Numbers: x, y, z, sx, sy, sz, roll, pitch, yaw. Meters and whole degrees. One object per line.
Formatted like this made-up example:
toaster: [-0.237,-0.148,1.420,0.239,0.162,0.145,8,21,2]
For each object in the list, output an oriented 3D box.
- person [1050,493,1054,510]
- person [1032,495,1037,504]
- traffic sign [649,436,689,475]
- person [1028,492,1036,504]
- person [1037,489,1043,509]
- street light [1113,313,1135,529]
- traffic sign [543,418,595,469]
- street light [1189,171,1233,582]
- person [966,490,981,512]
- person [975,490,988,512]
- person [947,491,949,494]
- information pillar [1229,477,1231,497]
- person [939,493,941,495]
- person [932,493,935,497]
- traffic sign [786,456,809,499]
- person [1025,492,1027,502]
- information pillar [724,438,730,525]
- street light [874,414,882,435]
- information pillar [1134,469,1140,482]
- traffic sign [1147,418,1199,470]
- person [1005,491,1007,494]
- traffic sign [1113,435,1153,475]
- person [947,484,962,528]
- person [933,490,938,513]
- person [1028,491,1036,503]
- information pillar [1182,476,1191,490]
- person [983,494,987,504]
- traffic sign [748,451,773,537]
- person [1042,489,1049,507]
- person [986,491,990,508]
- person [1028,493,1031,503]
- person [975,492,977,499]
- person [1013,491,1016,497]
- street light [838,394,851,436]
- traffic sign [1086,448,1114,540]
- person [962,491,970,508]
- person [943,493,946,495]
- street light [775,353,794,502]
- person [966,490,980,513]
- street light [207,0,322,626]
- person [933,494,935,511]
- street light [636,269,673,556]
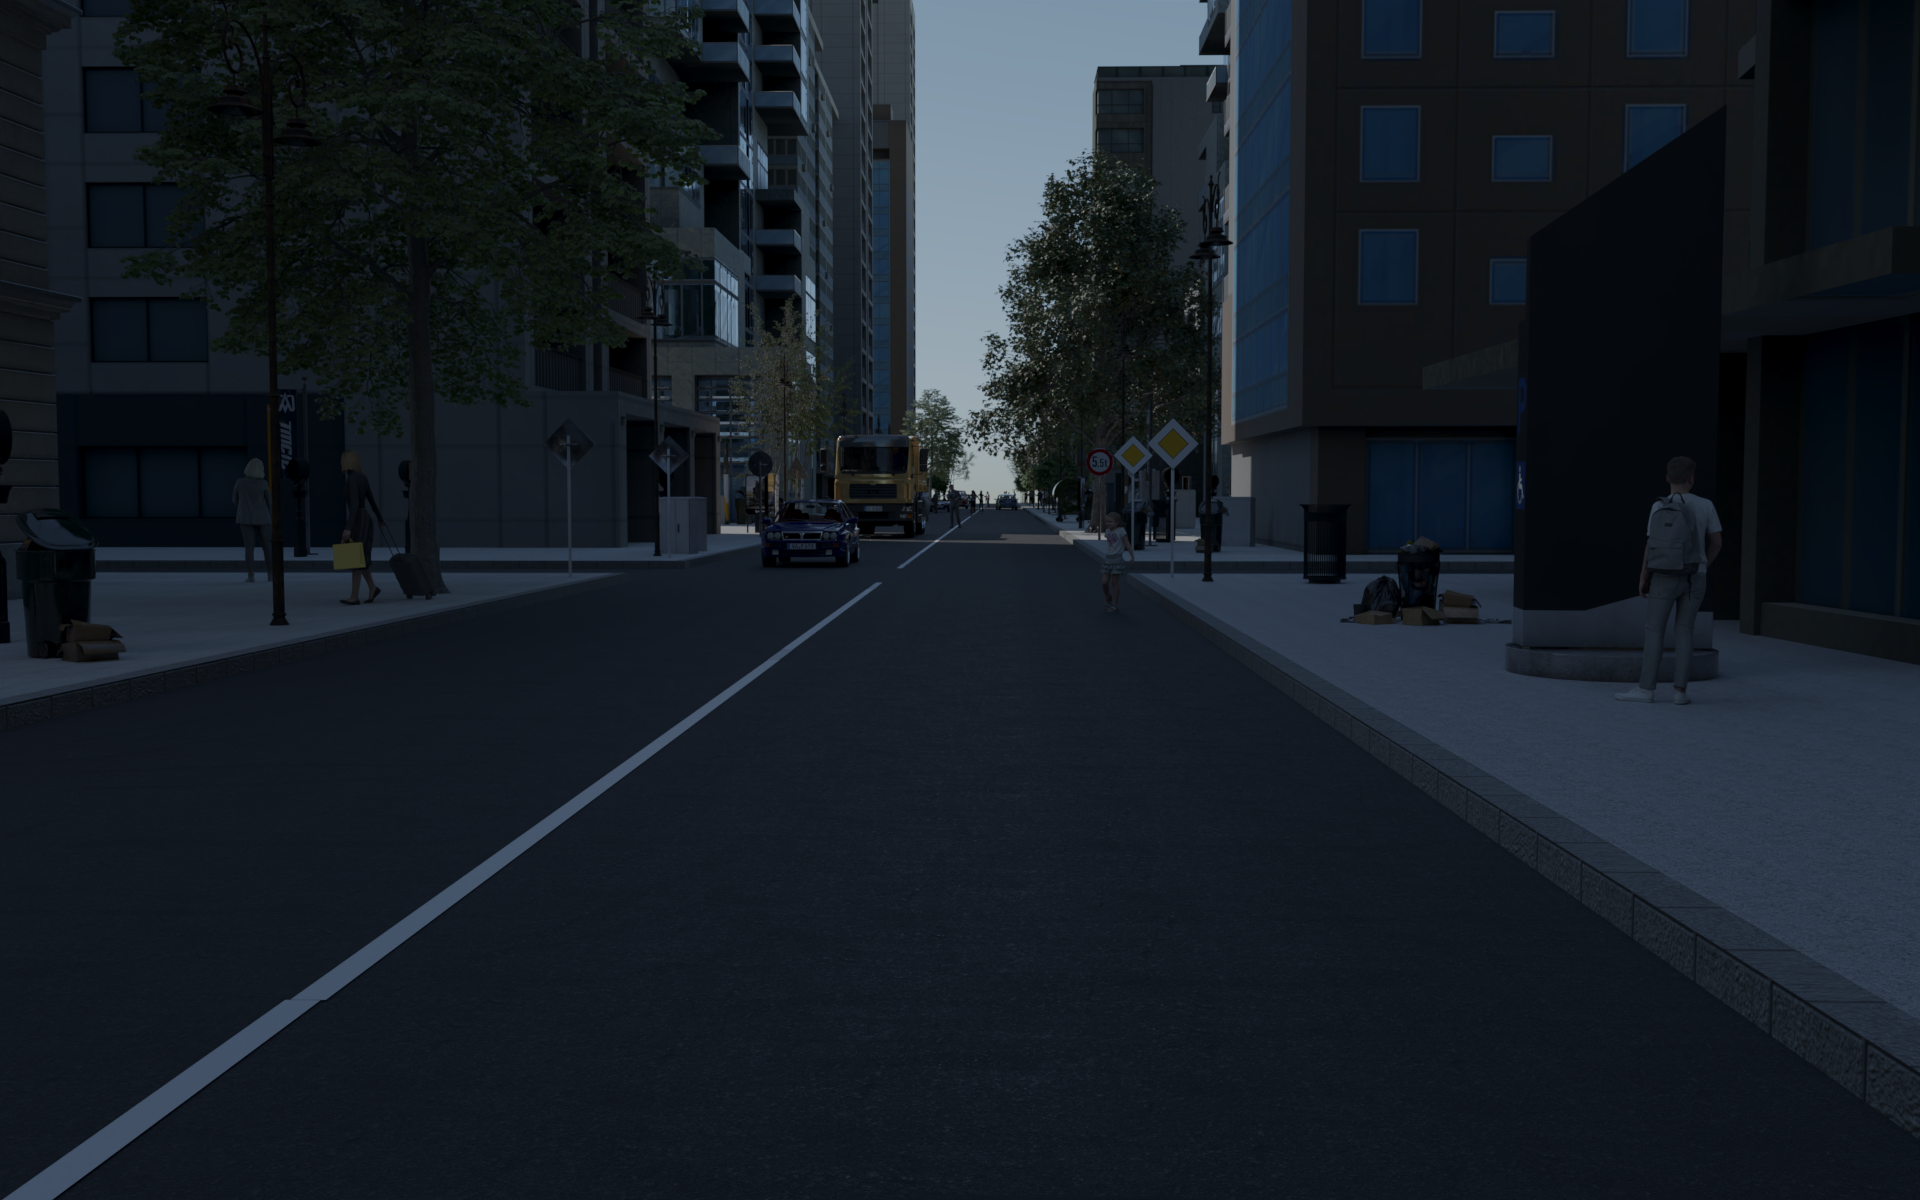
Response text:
person: [7.292,-7.985,136.610,0.705,1.822,1.348,0,4,7]
person: [9.929,-13.968,235.148,1.217,1.736,0.721,1,4,23]
traffic sign: [-5.837,-1.985,34.650,0.795,2.593,0.064,0,4,1]
person: [9.156,-13.146,221.772,1.217,1.735,0.721,2,4,33]
person: [6.706,-8.523,146.306,0.530,1.710,0.541,-3,5,-40]
street light: [4.191,-4.386,44.499,0.468,5.910,1.993,0,4,1]
traffic sign: [-6.027,-1.497,26.667,0.795,2.593,0.064,0,4,1]
street light: [3.636,-3.209,25.247,0.468,5.910,1.993,0,4,1]
person: [1.011,-7.712,135.273,1.217,1.739,0.721,1,4,16]
person: [1.761,-8.048,140.812,1.217,1.735,0.721,2,4,27]
person: [-1.810,-15.546,260.224,0.705,1.824,1.348,0,4,2]
information pillar: [11.481,-4.158,72.481,0.304,2.012,0.304,-2,4,-25]
person: [-2.675,-13.936,234.418,0.721,1.766,1.217,0,4,-3]
person: [-3.357,-14.395,241.403,0.705,1.824,1.348,3,5,44]
traffic sign: [-5.641,-3.655,59.763,0.884,2.594,0.081,0,4,7]
person: [10.105,-15.729,263.933,1.217,1.735,0.721,0,4,6]
information pillar: [-9.806,-4.971,72.626,0.183,3.616,0.504,-1,4,-21]
street light: [-4.695,-7.789,100.132,0.468,5.910,1.993,0,4,1]
information pillar: [9.430,-6.164,92.140,0.183,3.616,0.504,-2,4,-26]
traffic sign: [3.265,-1.482,26.426,0.795,2.593,0.064,0,4,1]
person: [5.610,-12.289,209.512,0.705,1.812,1.348,-1,4,-21]
traffic sign: [3.455,-1.971,34.409,0.795,2.593,0.064,0,4,1]
person: [-0.220,-4.008,73.835,0.655,1.846,0.447,0,4,3]
person: [-1.834,-7.362,129.423,0.434,1.755,0.990,0,4,2]
person: [9.448,-13.399,225.817,1.217,1.736,0.721,0,4,-3]
information pillar: [9.405,-4.122,71.892,0.304,2.012,0.304,2,4,24]
person: [3.723,-14.358,246.483,0.991,1.433,0.599,0,4,-6]
traffic sign: [-5.942,-3.147,51.553,0.768,2.556,0.104,1,4,11]
person: [8.159,-9.827,166.693,1.348,1.826,0.705,0,4,-3]
person: [2.789,-10.103,174.620,0.436,1.711,0.756,1,4,14]
person: [10.257,-15.032,252.330,1.217,1.766,0.721,2,4,34]
person: [2.259,-15.617,263.978,0.705,1.807,1.348,-3,5,-40]
person: [6.654,-12.658,215.326,0.599,1.838,0.709,1,4,13]
street light: [-5.230,-6.453,78.293,0.468,5.910,1.993,0,4,1]
traffic sign: [3.894,-2.948,48.302,0.768,2.556,0.104,0,4,6]
person: [0.487,-10.672,183.126,1.348,1.807,0.705,-2,4,-33]
person: [-2.323,-15.454,258.351,0.705,1.869,1.348,3,4,36]
street light: [-5.765,-5.148,56.959,0.468,5.910,1.993,0,4,1]
person: [0.957,-7.316,128.903,1.217,1.735,0.721,-2,4,-30]
street light: [-6.664,-2.691,16.780,0.468,5.910,1.993,0,4,1]
person: [-2.213,-8.151,144.995,0.599,1.433,0.991,0,4,-5]
street light: [-6.255,-3.843,35.624,0.468,5.910,1.993,0,4,1]
